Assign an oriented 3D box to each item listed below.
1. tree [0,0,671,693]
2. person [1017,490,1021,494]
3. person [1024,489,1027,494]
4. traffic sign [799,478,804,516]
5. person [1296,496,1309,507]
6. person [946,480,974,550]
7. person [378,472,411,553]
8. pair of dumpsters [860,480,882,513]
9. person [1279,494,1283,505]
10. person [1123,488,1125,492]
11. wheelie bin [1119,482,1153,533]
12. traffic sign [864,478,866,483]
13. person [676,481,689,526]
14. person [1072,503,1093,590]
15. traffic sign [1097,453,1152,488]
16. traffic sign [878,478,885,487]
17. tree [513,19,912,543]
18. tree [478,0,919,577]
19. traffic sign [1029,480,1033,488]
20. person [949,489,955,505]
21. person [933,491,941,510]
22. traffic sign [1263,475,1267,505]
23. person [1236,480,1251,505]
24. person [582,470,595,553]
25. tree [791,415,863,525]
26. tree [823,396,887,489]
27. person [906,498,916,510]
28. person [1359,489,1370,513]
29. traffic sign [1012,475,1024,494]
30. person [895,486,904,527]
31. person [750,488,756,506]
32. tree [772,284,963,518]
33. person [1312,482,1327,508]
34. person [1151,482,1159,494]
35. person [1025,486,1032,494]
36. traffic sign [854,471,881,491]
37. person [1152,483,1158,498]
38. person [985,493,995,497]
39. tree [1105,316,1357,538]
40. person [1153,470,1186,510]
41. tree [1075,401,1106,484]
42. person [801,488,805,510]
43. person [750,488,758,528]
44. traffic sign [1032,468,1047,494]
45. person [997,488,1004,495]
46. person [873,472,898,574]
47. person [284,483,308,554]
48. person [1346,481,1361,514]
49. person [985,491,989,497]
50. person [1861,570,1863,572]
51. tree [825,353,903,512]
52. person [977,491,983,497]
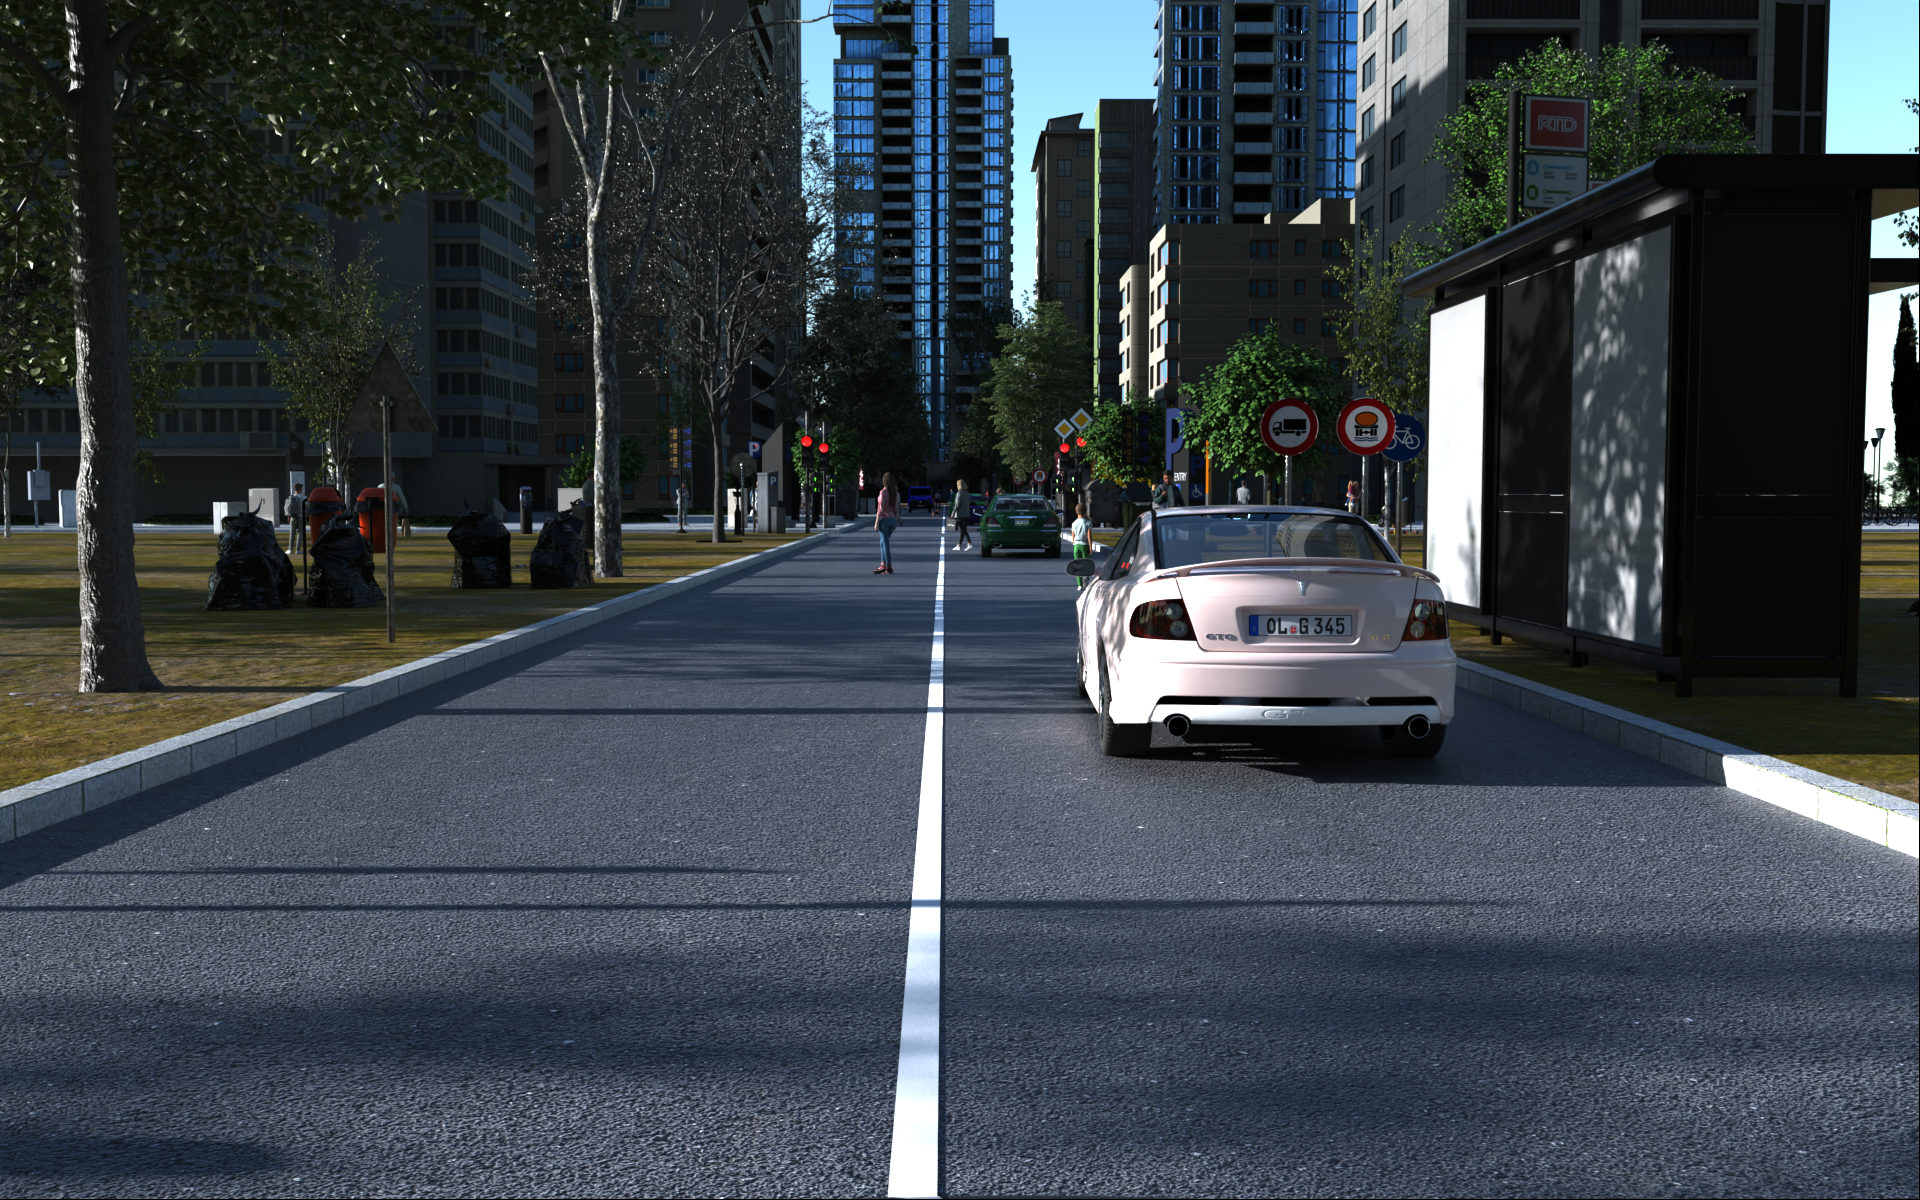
[{"bbox_3d":[-5.451,-5.654,10.578,7.486,12.596,7.792,0,3,0],"label":"tree"},{"bbox_3d":[4.931,-8.732,148.820,1.348,1.822,0.705,-2,4,-33],"label":"person"},{"bbox_3d":[7.837,-12.164,204.890,1.348,1.831,0.705,2,4,29],"label":"person"},{"bbox_3d":[-9.197,-6.186,101.246,0.768,2.556,0.104,0,4,3],"label":"traffic sign"},{"bbox_3d":[20.181,-5.549,102.262,1.012,1.151,0.738,1,4,23],"label":"person"},{"bbox_3d":[0.028,-2.162,44.029,0.728,1.800,0.709,3,4,37],"label":"person"},{"bbox_3d":[-12.347,-1.906,37.684,0.782,1.767,0.515,0,4,-8],"label":"person"},{"bbox_3d":[-5.968,-6.911,115.480,1.574,2.255,4.437,0,4,-1],"label":"pair of dumpsters"},{"bbox_3d":[18.822,-5.594,101.758,0.590,1.304,0.306,-3,5,-41],"label":"person"},{"bbox_3d":[12.012,-7.257,125.527,0.643,1.720,0.563,-1,4,-11],"label":"person"},{"bbox_3d":[4.632,-2.306,45.615,0.980,1.594,0.693,-1,4,-22],"label":"wheelie bin"},{"bbox_3d":[-7.267,-8.153,133.408,0.768,2.556,0.104,0,4,8],"label":"traffic sign"},{"bbox_3d":[-11.260,-3.933,70.535,0.466,1.800,0.511,3,4,39],"label":"person"},{"bbox_3d":[1.809,-0.786,25.603,0.306,1.304,0.590,0,4,1],"label":"person"},{"bbox_3d":[6.680,-4.677,70.348,2.265,3.308,0.079,0,4,7],"label":"traffic sign"},{"bbox_3d":[-6.147,-8.345,136.552,0.768,2.556,0.104,0,4,7],"label":"traffic sign"},{"bbox_3d":[-6.358,-8.260,45.429,12.009,13.543,11.850,0,3,0],"label":"tree"},{"bbox_3d":[-5.643,-10.332,24.820,12.611,20.169,13.585,0,3,0],"label":"tree"},{"bbox_3d":[5.908,-8.454,138.328,0.768,2.556,0.104,0,4,5],"label":"traffic sign"},{"bbox_3d":[-0.555,-7.895,137.446,0.638,1.841,0.748,-2,4,-32],"label":"person"},{"bbox_3d":[-2.096,-9.234,160.408,0.756,1.711,0.436,1,4,23],"label":"person"},{"bbox_3d":[7.075,-2.448,40.133,0.768,2.556,0.104,0,4,1],"label":"traffic sign"},{"bbox_3d":[10.588,-3.562,64.482,0.606,1.804,0.583,2,4,32],"label":"person"},{"bbox_3d":[-7.992,-1.930,37.708,0.767,1.812,0.694,-1,4,-20],"label":"person"},{"bbox_3d":[-5.504,-5.399,71.991,4.285,4.588,4.351,0,3,0],"label":"tree"},{"bbox_3d":[-7.083,-9.457,104.986,4.360,8.622,3.978,0,3,0],"label":"tree"},{"bbox_3d":[-4.246,-9.125,157.634,1.348,1.831,0.705,0,4,-7],"label":"person"},{"bbox_3d":[21.503,-5.247,91.933,0.635,1.810,0.391,2,4,25],"label":"person"},{"bbox_3d":[3.697,-6.709,109.798,0.768,2.556,0.104,0,4,0],"label":"traffic sign"},{"bbox_3d":[-2.822,-4.117,76.171,0.624,1.780,0.694,3,5,42],"label":"person"},{"bbox_3d":[-16.297,-7.968,136.590,0.793,1.790,0.793,1,4,14],"label":"person"},{"bbox_3d":[-5.803,-10.776,93.201,9.611,12.733,9.660,0,3,0],"label":"tree"},{"bbox_3d":[17.258,-4.718,83.091,0.656,1.842,0.836,-1,4,-18],"label":"person"},{"bbox_3d":[8.840,-4.455,78.730,0.661,1.843,0.795,-3,4,-36],"label":"person"},{"bbox_3d":[4.541,-6.666,115.127,0.850,1.850,0.679,-3,5,-40],"label":"person"},{"bbox_3d":[-7.411,-8.777,137.378,2.265,3.308,0.079,1,4,9],"label":"traffic sign"},{"bbox_3d":[7.025,-3.066,58.845,1.509,1.804,0.699,-1,4,-15],"label":"person"},{"bbox_3d":[3.571,-12.071,204.124,1.217,1.735,0.721,-1,4,-15],"label":"person"},{"bbox_3d":[5.806,-2.953,31.997,4.285,4.588,4.351,0,3,0],"label":"tree"},{"bbox_3d":[4.319,-1.802,35.849,0.623,1.781,0.721,-2,4,-28],"label":"person"},{"bbox_3d":[5.138,-4.145,51.480,4.285,4.588,4.351,0,3,0],"label":"tree"},{"bbox_3d":[-12.399,-7.994,137.496,0.466,1.731,0.760,1,4,13],"label":"person"},{"bbox_3d":[-7.473,-3.561,64.618,0.694,1.780,0.624,-1,4,-17],"label":"person"},{"bbox_3d":[3.919,-5.207,85.237,0.768,2.556,0.104,0,4,3],"label":"traffic sign"},{"bbox_3d":[1.127,-2.355,48.808,0.330,1.601,0.589,2,4,30],"label":"person"},{"bbox_3d":[-1.310,-1.379,31.058,0.388,1.821,0.555,2,4,27],"label":"person"},{"bbox_3d":[-14.215,-1.739,37.064,0.503,1.515,0.523,-3,4,-37],"label":"person"},{"bbox_3d":[16.018,-3.951,70.623,0.573,1.828,0.580,3,5,43],"label":"person"},{"bbox_3d":[3.545,-12.796,215.980,1.217,1.743,0.721,3,5,44],"label":"person"},{"bbox_3d":[14.726,-1.377,28.656,0.391,1.810,0.635,2,4,23],"label":"person"},{"bbox_3d":[-7.014,-12.069,123.091,9.928,11.665,9.643,0,3,0],"label":"tree"},{"bbox_3d":[1.532,-8.397,146.519,1.217,1.735,0.721,0,4,-4],"label":"person"}]
